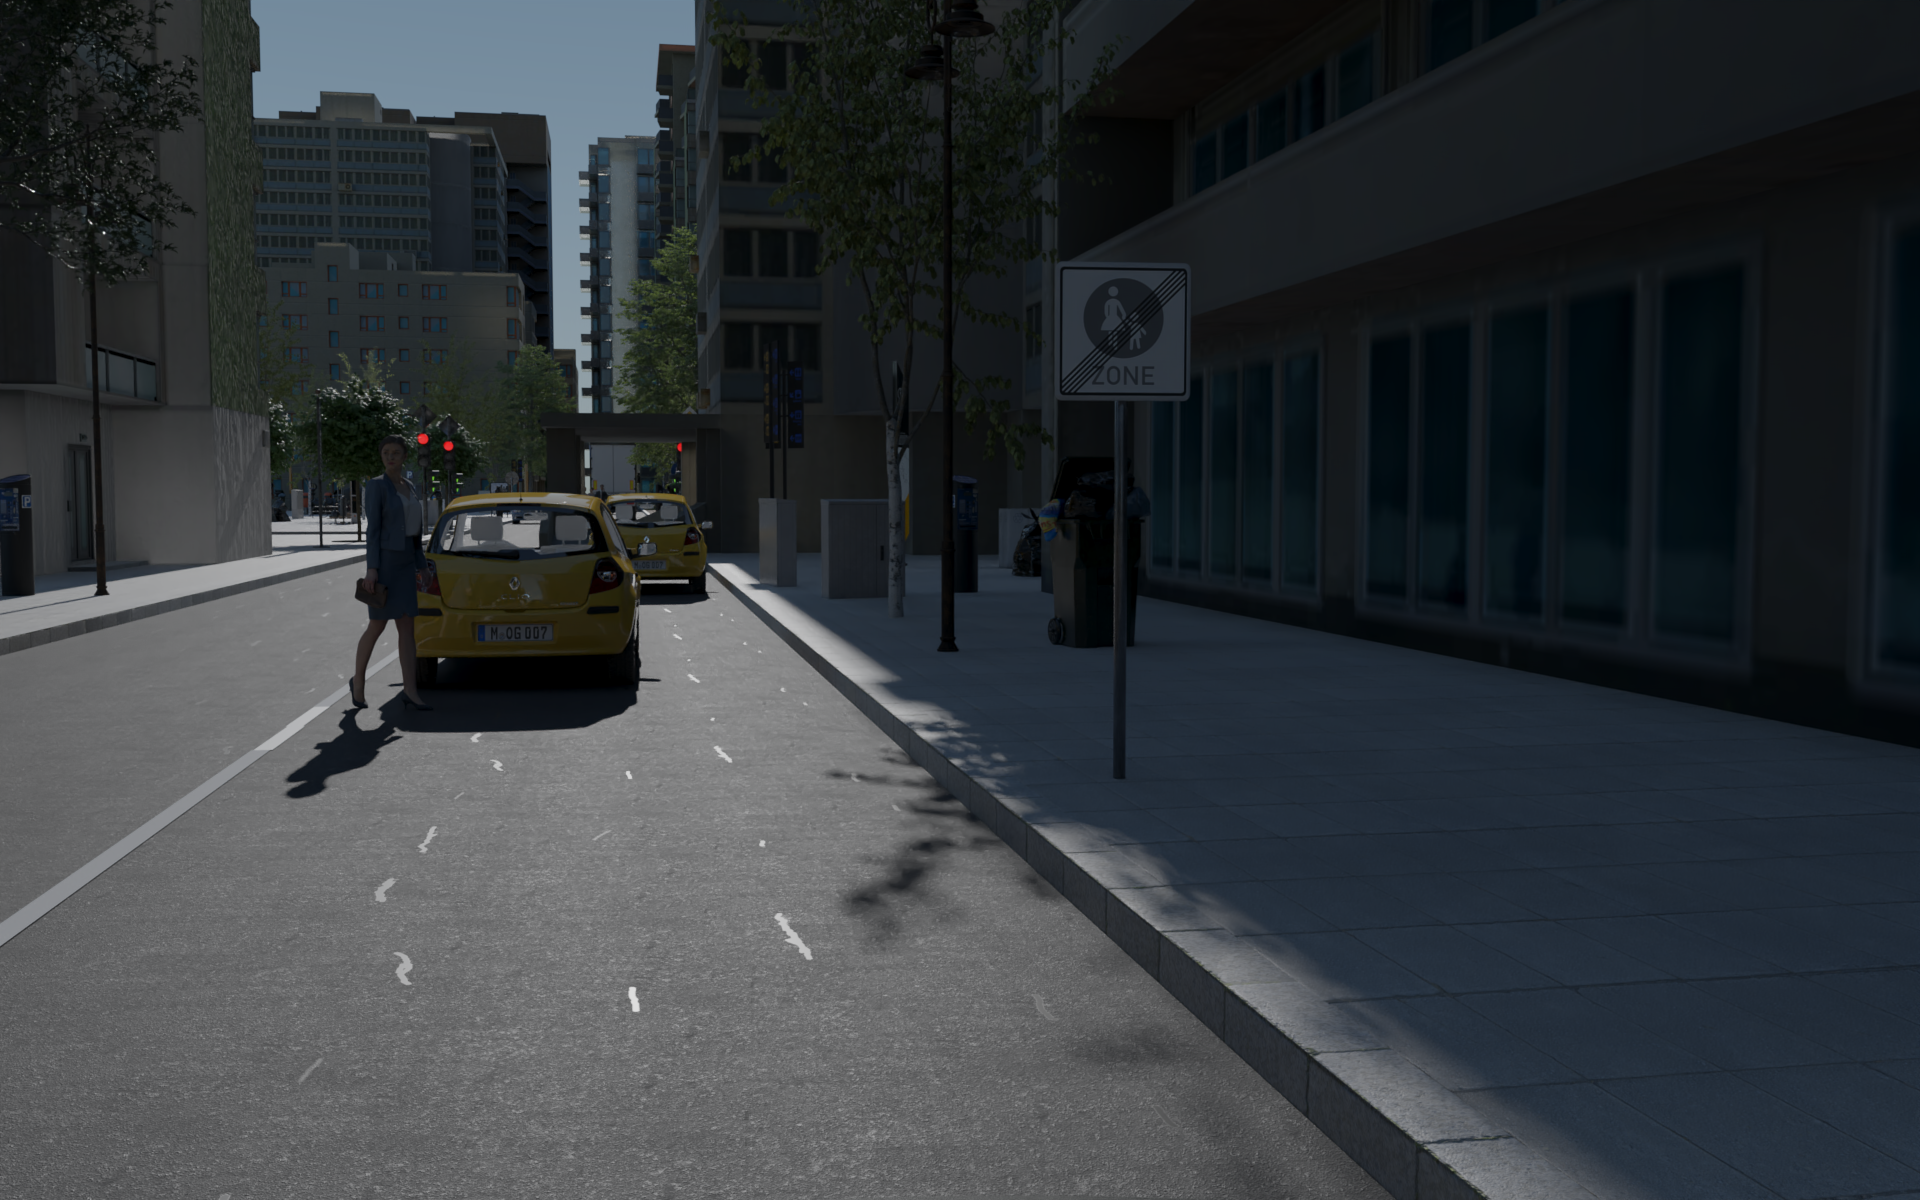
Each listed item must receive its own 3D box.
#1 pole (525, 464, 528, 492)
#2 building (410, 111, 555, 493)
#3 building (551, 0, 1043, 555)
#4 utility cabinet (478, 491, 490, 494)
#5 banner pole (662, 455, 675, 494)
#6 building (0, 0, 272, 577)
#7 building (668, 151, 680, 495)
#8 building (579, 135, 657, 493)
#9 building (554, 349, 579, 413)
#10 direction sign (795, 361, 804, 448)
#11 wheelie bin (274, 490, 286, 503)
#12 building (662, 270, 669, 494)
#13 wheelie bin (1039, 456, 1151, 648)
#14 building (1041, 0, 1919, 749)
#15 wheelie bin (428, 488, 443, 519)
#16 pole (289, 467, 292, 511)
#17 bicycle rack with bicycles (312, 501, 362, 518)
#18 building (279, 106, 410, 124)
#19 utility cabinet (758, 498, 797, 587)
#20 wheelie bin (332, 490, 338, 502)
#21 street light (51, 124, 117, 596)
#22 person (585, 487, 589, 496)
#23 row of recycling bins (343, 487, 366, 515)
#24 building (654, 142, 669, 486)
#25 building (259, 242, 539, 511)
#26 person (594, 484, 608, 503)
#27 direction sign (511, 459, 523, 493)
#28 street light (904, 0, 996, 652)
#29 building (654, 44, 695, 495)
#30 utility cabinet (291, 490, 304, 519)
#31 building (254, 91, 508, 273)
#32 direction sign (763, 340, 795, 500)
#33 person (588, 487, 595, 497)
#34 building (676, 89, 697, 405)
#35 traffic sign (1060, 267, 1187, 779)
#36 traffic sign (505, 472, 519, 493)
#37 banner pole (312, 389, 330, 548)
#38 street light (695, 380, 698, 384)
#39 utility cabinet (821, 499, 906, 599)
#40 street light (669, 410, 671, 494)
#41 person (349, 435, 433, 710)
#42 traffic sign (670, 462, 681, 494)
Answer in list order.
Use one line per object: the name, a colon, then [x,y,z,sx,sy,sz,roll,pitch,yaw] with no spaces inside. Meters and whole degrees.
pole: [-29.326,-7.544,117.193,0.158,3.312,0.155,0,3,0]
building: [-54.389,-33.603,199.522,14.200,45.320,14.600,-1,4,-11]
building: [5.901,-21.535,43.975,32.217,40.220,23.993,-1,4,-11]
utility cabinet: [-31.686,-6.564,115.999,1.173,1.500,0.318,2,4,28]
banner pole: [-18.178,-7.252,108.582,0.863,3.779,0.401,2,4,31]
building: [-20.148,-21.027,27.391,14.154,41.232,14.086,-1,4,-11]
building: [-17.422,-23.055,148.653,14.160,30.474,14.107,-1,4,-11]
building: [-35.231,-37.480,232.412,30.456,49.044,23.786,-1,4,-11]
building: [-65.451,-23.479,228.919,28.899,21.520,27.650,-1,4,-11]
direction sign: [-3.008,-2.308,29.726,0.876,3.537,0.379,3,4,37]
wheelie bin: [-51.016,-7.460,129.871,0.980,1.594,0.693,1,4,9]
building: [-25.803,-25.651,191.101,14.160,30.474,14.107,-1,4,-11]
wheelie bin: [1.176,-0.412,14.649,0.980,1.594,0.693,-1,4,-20]
building: [13.526,-23.813,13.051,21.300,48.544,21.600,-1,4,-11]
wheelie bin: [-25.261,-4.617,83.390,0.693,1.594,0.980,-2,4,-31]
pole: [-50.343,-8.347,130.322,0.158,3.312,0.155,0,3,0]
bicycle rack with bicycles: [-33.249,-4.875,93.087,2.852,0.926,2.925,2,4,32]
building: [-68.625,-33.435,196.779,14.200,45.320,14.600,-1,4,-11]
utility cabinet: [-2.556,-0.807,24.350,0.306,1.237,1.020,-1,4,-21]
wheelie bin: [-46.787,-7.485,130.286,0.693,1.594,0.980,1,4,16]
street light: [-10.888,-2.997,21.797,0.468,5.910,1.993,-1,4,-11]
person: [-15.415,-3.843,72.002,0.598,1.740,0.731,1,4,18]
row of recycling bins: [-37.542,-6.240,109.140,1.069,1.692,3.534,1,4,16]
building: [-28.954,-31.891,205.019,14.154,41.232,14.086,-1,4,-11]
building: [-50.825,-18.485,147.274,27.650,21.520,28.899,-1,4,-11]
person: [-17.347,-4.641,83.738,0.474,1.900,0.648,3,4,39]
direction sign: [-29.063,-7.441,113.665,0.379,3.537,0.876,3,4,37]
street light: [-0.098,-2.519,13.967,0.468,5.910,1.993,-1,4,-11]
building: [-18.518,-31.535,170.229,22.147,44.769,28.867,-1,4,-11]
utility cabinet: [-33.963,-4.901,88.809,0.318,1.500,1.173,0,4,-7]
building: [-58.208,-29.375,172.161,32.217,40.220,23.993,-1,4,-11]
direction sign: [-2.820,-2.078,25.971,0.379,3.537,0.876,-1,4,-20]
person: [-19.070,-4.921,89.305,0.599,1.781,0.374,0,4,-5]
building: [-13.257,-21.804,128.191,14.160,30.474,14.107,-1,4,-11]
traffic sign: [0.718,-0.343,7.746,0.606,2.300,0.079,0,4,-7]
traffic sign: [-25.290,-5.974,97.776,0.768,2.556,0.104,0,4,-5]
banner pole: [-15.205,-3.129,41.179,0.401,3.779,0.863,-2,4,-25]
street light: [-8.151,-5.028,54.988,0.468,5.910,1.993,-1,4,-11]
utility cabinet: [-1.193,-0.629,21.454,1.020,1.237,0.306,-2,4,-25]
street light: [-15.943,-7.495,95.337,0.468,5.910,1.993,-1,4,-11]
person: [-3.796,-0.184,11.540,0.654,1.822,0.581,3,4,37]
traffic sign: [-10.900,-4.127,67.589,0.768,2.556,0.104,0,4,-8]
